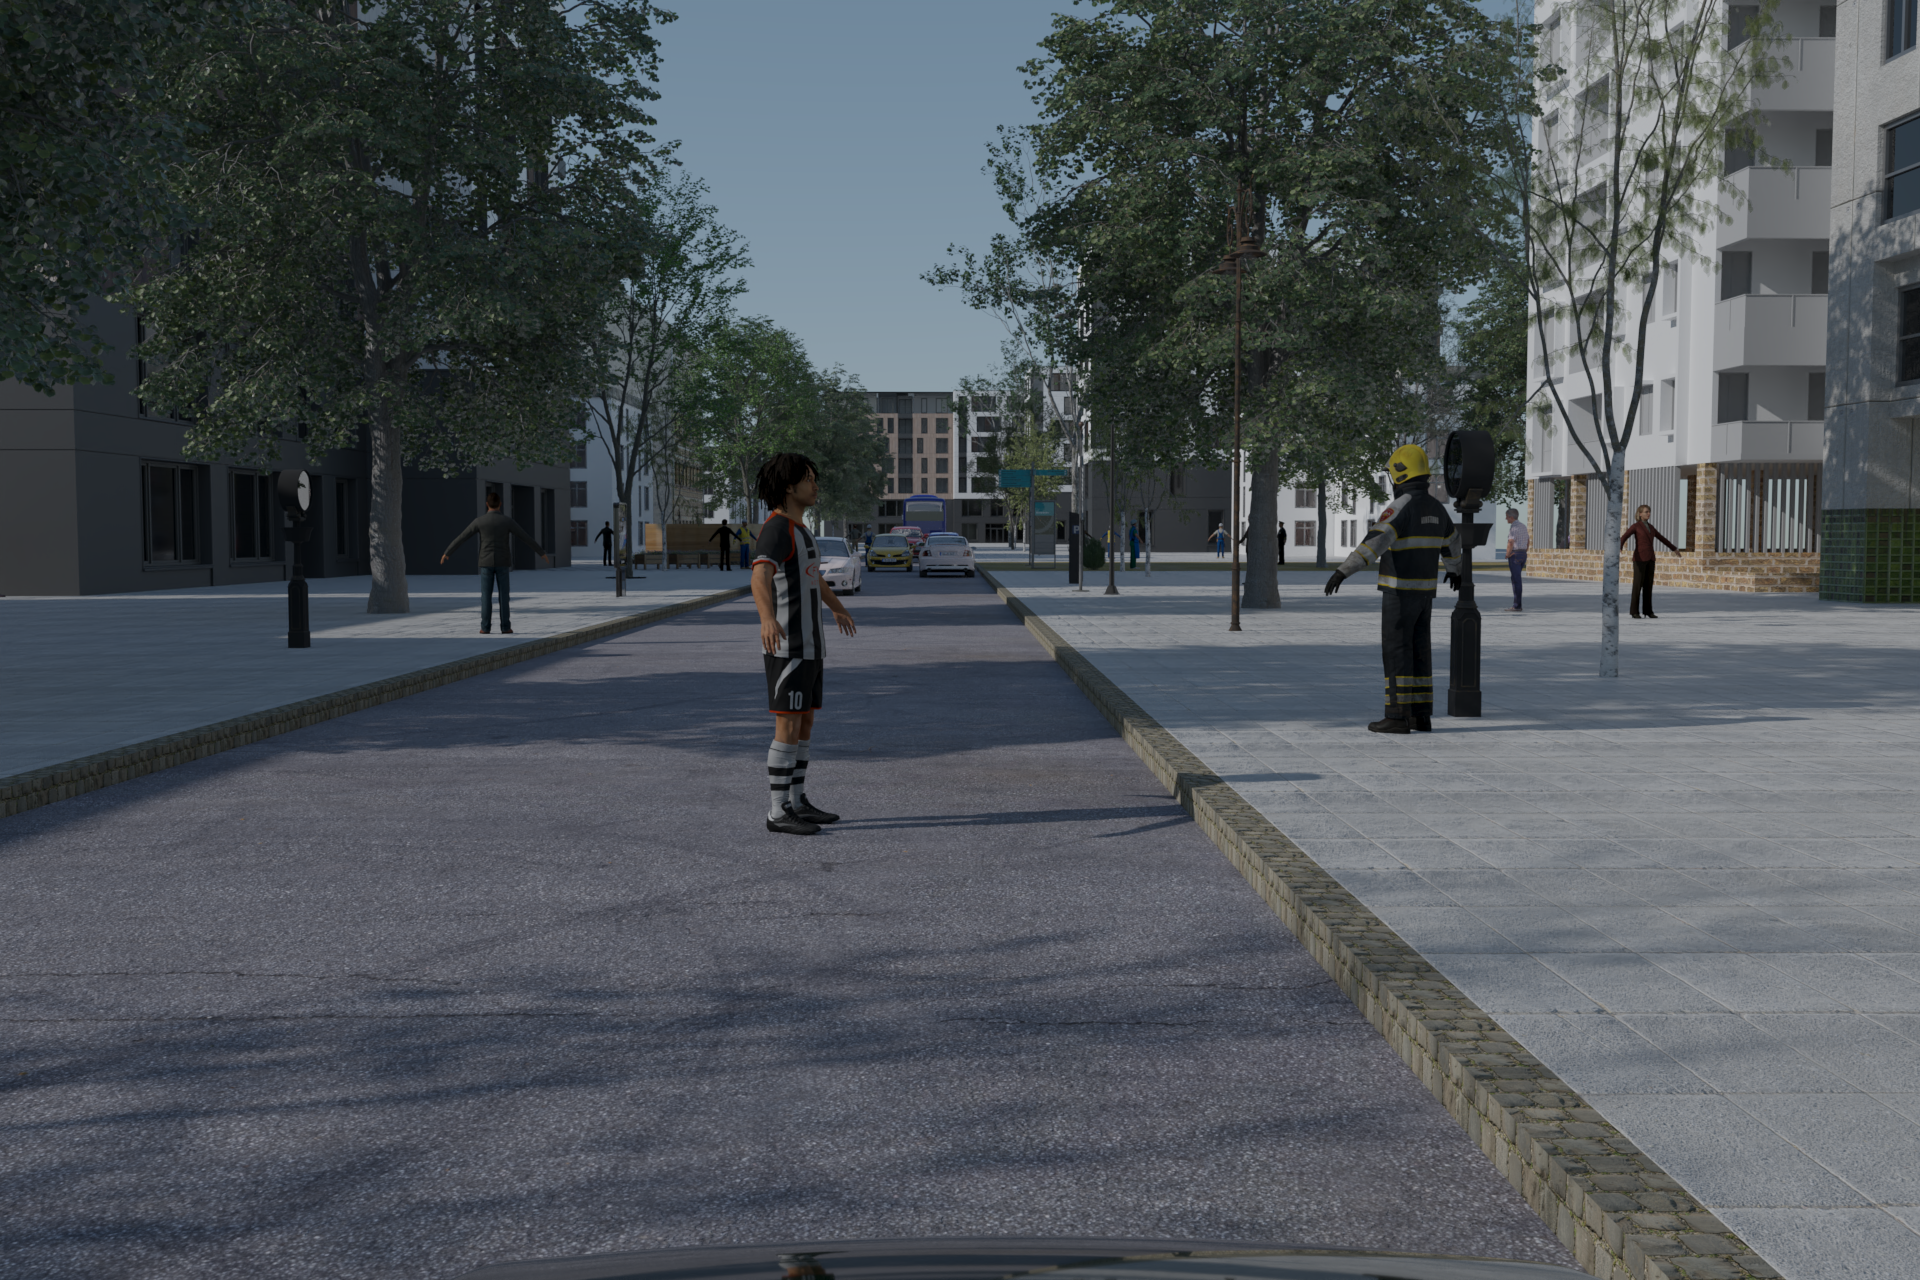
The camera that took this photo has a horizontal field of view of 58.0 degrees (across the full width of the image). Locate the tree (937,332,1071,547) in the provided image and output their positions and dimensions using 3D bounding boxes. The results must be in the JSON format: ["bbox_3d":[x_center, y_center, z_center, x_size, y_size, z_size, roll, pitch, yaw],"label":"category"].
[{"bbox_3d":[4.158,-18.885,164.664,12.611,20.169,13.585,0,3,0],"label":"tree"}]

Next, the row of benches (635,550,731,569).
[{"bbox_3d":[-10.202,-2.990,64.348,1.422,0.672,4.104,3,5,44],"label":"row of benches"}]

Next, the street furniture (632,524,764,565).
[{"bbox_3d":[-10.336,-4.132,74.411,11.010,1.723,9.812,2,4,35],"label":"street furniture"}]

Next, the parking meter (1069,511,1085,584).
[{"bbox_3d":[3.020,-2.390,44.783,0.399,1.863,0.255,0,4,0],"label":"parking meter"}]

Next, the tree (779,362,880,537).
[{"bbox_3d":[-10.746,-13.581,128.710,9.857,13.997,8.962,0,3,0],"label":"tree"}]

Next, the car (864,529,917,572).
[{"bbox_3d":[-2.674,-3.454,66.696,2.015,1.641,3.980,0,4,-1],"label":"car"}]

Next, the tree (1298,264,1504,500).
[{"bbox_3d":[19.626,-10.227,77.574,12.009,13.543,11.850,0,3,0],"label":"tree"}]

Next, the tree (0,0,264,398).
[{"bbox_3d":[-9.445,-6.454,12.186,9.857,13.997,8.962,0,3,0],"label":"tree"}]

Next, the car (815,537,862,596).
[{"bbox_3d":[-3.391,-1.807,41.900,2.083,1.381,4.827,0,4,0],"label":"car"}]

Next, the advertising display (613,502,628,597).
[{"bbox_3d":[-6.965,-1.854,35.535,0.123,1.923,0.974,0,4,-1],"label":"advertising display"}]

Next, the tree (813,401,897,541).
[{"bbox_3d":[-10.544,-15.475,159.673,9.857,13.997,8.962,0,3,0],"label":"tree"}]

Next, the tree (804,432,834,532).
[{"bbox_3d":[-9.989,-10.270,118.279,4.360,8.622,3.978,0,3,0],"label":"tree"}]

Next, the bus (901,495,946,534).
[{"bbox_3d":[-2.231,-7.094,107.539,2.896,3.916,12.251,0,4,-1],"label":"bus"}]

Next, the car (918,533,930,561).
[{"bbox_3d":[-1.396,-5.219,94.367,2.155,1.783,4.494,0,4,0],"label":"car"}]

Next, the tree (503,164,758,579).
[{"bbox_3d":[-9.604,-7.566,49.466,9.928,11.665,9.643,0,3,0],"label":"tree"}]

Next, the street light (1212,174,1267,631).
[{"bbox_3d":[3.647,-3.056,22.761,0.468,5.910,1.993,0,4,0],"label":"street light"}]

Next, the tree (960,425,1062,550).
[{"bbox_3d":[4.312,-12.670,141.569,8.767,10.594,7.601,0,4,-4],"label":"tree"}]

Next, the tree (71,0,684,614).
[{"bbox_3d":[-9.215,-7.413,27.860,9.857,13.997,8.962,0,3,0],"label":"tree"}]

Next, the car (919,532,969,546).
[{"bbox_3d":[-0.617,-3.463,66.214,1.945,1.707,3.694,0,4,-1],"label":"car"}]

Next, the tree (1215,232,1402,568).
[{"bbox_3d":[13.457,-9.040,65.929,7.486,12.596,7.792,0,3,0],"label":"tree"}]

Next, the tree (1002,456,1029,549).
[{"bbox_3d":[5.042,-12.426,153.535,4.737,8.622,4.395,0,3,0],"label":"tree"}]

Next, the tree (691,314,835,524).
[{"bbox_3d":[-10.238,-10.504,89.874,7.486,12.596,7.792,0,3,0],"label":"tree"}]

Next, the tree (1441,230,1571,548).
[{"bbox_3d":[22.985,-9.709,65.399,9.857,13.997,8.962,0,3,0],"label":"tree"}]

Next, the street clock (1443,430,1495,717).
[{"bbox_3d":[3.557,-0.464,12.157,0.358,2.002,0.471,0,4,0],"label":"street clock"}]

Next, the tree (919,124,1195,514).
[{"bbox_3d":[4.033,-13.836,82.106,12.611,20.169,13.585,0,3,0],"label":"tree"}]

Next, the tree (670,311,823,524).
[{"bbox_3d":[-9.909,-9.459,80.407,9.928,11.665,9.643,0,3,0],"label":"tree"}]

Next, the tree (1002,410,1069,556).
[{"bbox_3d":[4.593,-9.258,101.726,4.737,8.622,4.395,0,3,0],"label":"tree"}]

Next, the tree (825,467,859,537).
[{"bbox_3d":[-10.698,-11.755,142.555,4.360,8.622,3.978,0,3,0],"label":"tree"}]

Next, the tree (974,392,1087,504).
[{"bbox_3d":[4.557,-11.015,114.505,8.767,10.594,7.601,2,4,28],"label":"tree"}]

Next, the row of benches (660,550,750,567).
[{"bbox_3d":[-9.986,-3.225,68.200,4.104,0.672,1.422,-3,5,-41],"label":"row of benches"}]

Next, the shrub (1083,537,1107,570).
[{"bbox_3d":[4.783,-3.111,61.982,1.383,1.207,1.383,0,3,0],"label":"shrub"}]

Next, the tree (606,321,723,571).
[{"bbox_3d":[-10.232,-6.688,59.705,4.360,8.622,3.978,0,3,0],"label":"tree"}]

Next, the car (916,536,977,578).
[{"bbox_3d":[-0.461,-2.823,58.516,2.083,1.381,4.827,0,4,-1],"label":"car"}]

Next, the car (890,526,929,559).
[{"bbox_3d":[-2.695,-4.790,86.990,2.281,1.827,5.304,0,3,0],"label":"car"}]

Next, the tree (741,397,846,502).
[{"bbox_3d":[-10.609,-10.670,108.866,7.601,10.594,8.767,1,4,14],"label":"tree"}]

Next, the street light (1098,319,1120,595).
[{"bbox_3d":[3.759,-3.915,36.555,1.470,5.913,1.316,0,4,0],"label":"street light"}]

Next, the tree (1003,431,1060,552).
[{"bbox_3d":[4.846,-10.666,124.752,4.737,8.622,4.395,0,3,0],"label":"tree"}]

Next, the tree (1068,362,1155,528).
[{"bbox_3d":[6.290,-7.413,71.571,4.360,8.622,3.978,0,3,0],"label":"tree"}]

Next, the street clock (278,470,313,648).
[{"bbox_3d":[-7.457,-0.912,19.489,0.358,2.002,0.471,0,3,0],"label":"street clock"}]

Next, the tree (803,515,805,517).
[{"bbox_3d":[-23.126,-18.462,252.219,4.360,8.622,3.978,0,3,0],"label":"tree"}]
